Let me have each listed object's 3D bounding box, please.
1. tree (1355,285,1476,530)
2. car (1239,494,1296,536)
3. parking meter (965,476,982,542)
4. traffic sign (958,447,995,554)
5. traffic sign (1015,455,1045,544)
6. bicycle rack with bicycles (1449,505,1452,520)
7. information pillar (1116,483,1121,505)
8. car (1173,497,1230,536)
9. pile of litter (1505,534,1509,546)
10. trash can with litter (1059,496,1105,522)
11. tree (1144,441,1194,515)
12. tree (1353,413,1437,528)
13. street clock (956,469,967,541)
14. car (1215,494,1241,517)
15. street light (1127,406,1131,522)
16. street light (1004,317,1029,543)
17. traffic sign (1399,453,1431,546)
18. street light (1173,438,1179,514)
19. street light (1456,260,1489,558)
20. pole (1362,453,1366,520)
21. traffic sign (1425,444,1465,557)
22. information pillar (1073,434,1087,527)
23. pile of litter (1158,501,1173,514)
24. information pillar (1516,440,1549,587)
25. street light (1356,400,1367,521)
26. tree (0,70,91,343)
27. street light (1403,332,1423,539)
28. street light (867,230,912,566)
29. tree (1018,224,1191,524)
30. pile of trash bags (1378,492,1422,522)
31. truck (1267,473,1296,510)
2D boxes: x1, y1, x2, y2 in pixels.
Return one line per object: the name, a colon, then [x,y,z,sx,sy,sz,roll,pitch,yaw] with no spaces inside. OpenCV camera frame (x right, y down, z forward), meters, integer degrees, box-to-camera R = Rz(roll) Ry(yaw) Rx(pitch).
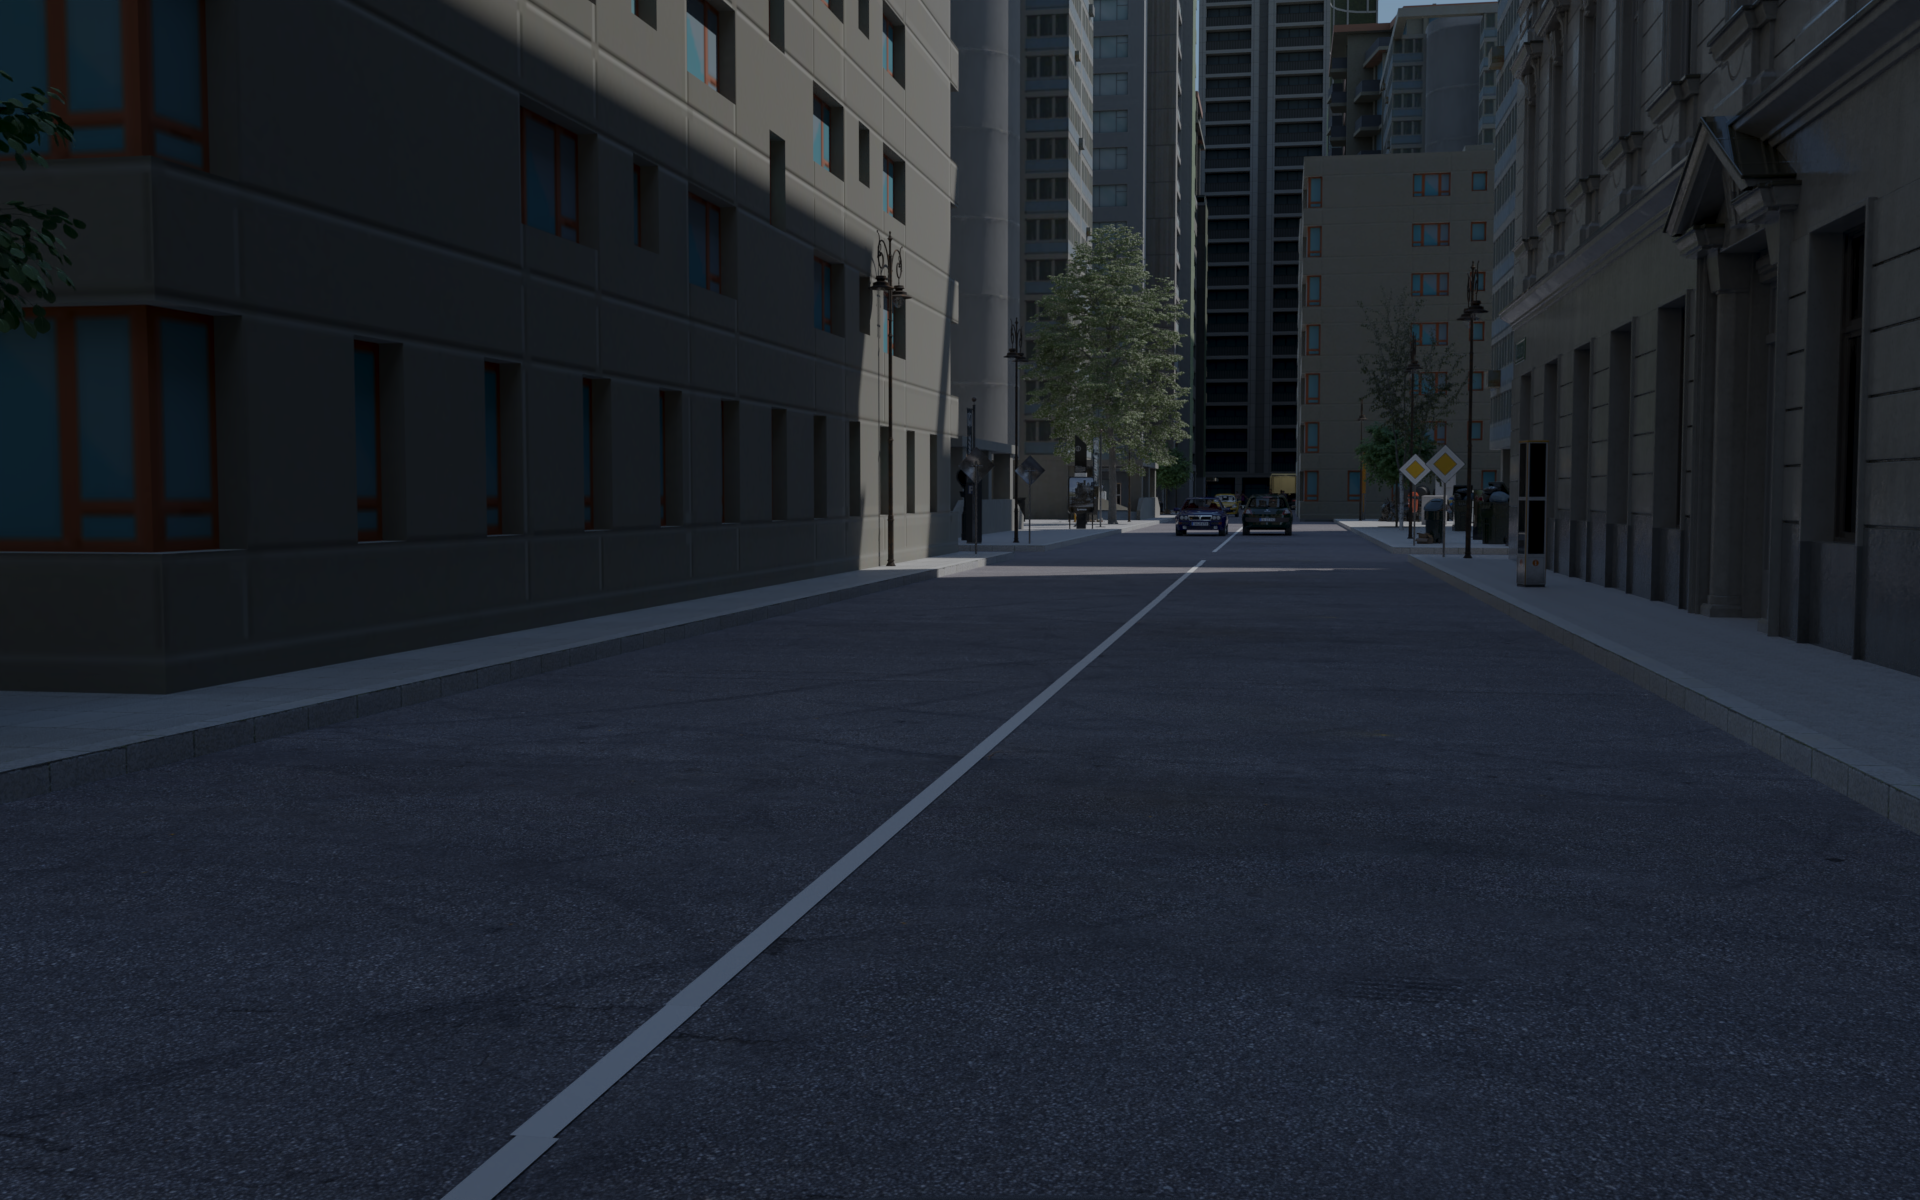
tree: [15.653,-6.750,60.731,4.360,8.622,3.978,0,3,0]
car: [10.847,-3.138,61.094,2.009,1.686,4.222,1,4,10]
parking meter: [0.364,-2.438,45.573,0.399,1.863,0.255,3,4,36]
traffic sign: [0.346,-2.034,36.901,0.795,2.450,0.064,1,4,10]
traffic sign: [1.804,-2.514,44.752,0.795,2.450,0.064,1,4,10]
bicycle rack with bicycles: [25.082,-4.385,85.079,2.852,0.926,2.925,-1,4,-22]
information pillar: [10.660,-6.853,116.534,0.304,2.012,0.304,0,4,2]
car: [8.439,-2.918,60.293,1.945,1.354,3.894,1,4,10]
pile of litter: [14.231,-1.758,42.711,1.719,0.858,1.176,0,4,-2]
trash can with litter: [5.660,-4.163,79.117,2.233,1.210,1.678,1,4,14]
tree: [12.847,-7.586,107.739,4.285,4.588,4.351,0,3,0]
tree: [16.900,-5.092,66.962,4.285,4.588,4.351,0,3,0]
street clock: [0.144,-2.646,47.826,0.471,2.002,0.358,-1,4,-12]
car: [16.634,-6.020,108.657,2.015,1.641,3.980,1,4,10]
street light: [7.755,-6.509,79.211,0.468,5.910,1.993,1,4,10]
street light: [1.481,-4.446,45.479,0.468,5.910,1.993,1,4,10]
traffic sign: [11.283,-2.406,42.978,0.795,2.450,0.064,1,4,10]
street light: [14.186,-8.605,113.482,0.468,5.910,1.993,1,4,10]
street light: [10.152,-3.771,34.444,0.468,5.910,1.993,1,4,10]
pole: [19.965,-5.611,85.583,0.158,3.312,0.155,0,3,0]
traffic sign: [9.824,-1.926,35.126,0.795,2.450,0.064,1,4,10]
information pillar: [4.709,-4.672,67.735,0.504,3.616,0.183,2,4,24]
pile of litter: [13.046,-5.933,110.973,1.719,0.858,1.176,-3,4,-36]
information pillar: [7.894,-1.186,23.887,0.304,2.012,0.304,0,4,-5]
street light: [19.159,-6.724,82.727,0.468,5.910,1.993,1,4,10]
tree: [-6.203,-1.503,8.287,4.285,4.588,4.351,0,3,0]
street light: [12.923,-4.694,49.527,0.468,5.910,1.993,1,4,10]
street light: [-1.229,-3.536,30.605,0.468,5.910,1.993,1,4,10]
tree: [6.107,-9.513,73.663,7.486,12.596,7.792,0,3,0]
pile of trash bags: [20.589,-4.296,79.999,1.912,1.369,3.447,0,4,0]
truck: [29.922,-10.006,159.520,3.469,3.379,9.791,1,4,11]
